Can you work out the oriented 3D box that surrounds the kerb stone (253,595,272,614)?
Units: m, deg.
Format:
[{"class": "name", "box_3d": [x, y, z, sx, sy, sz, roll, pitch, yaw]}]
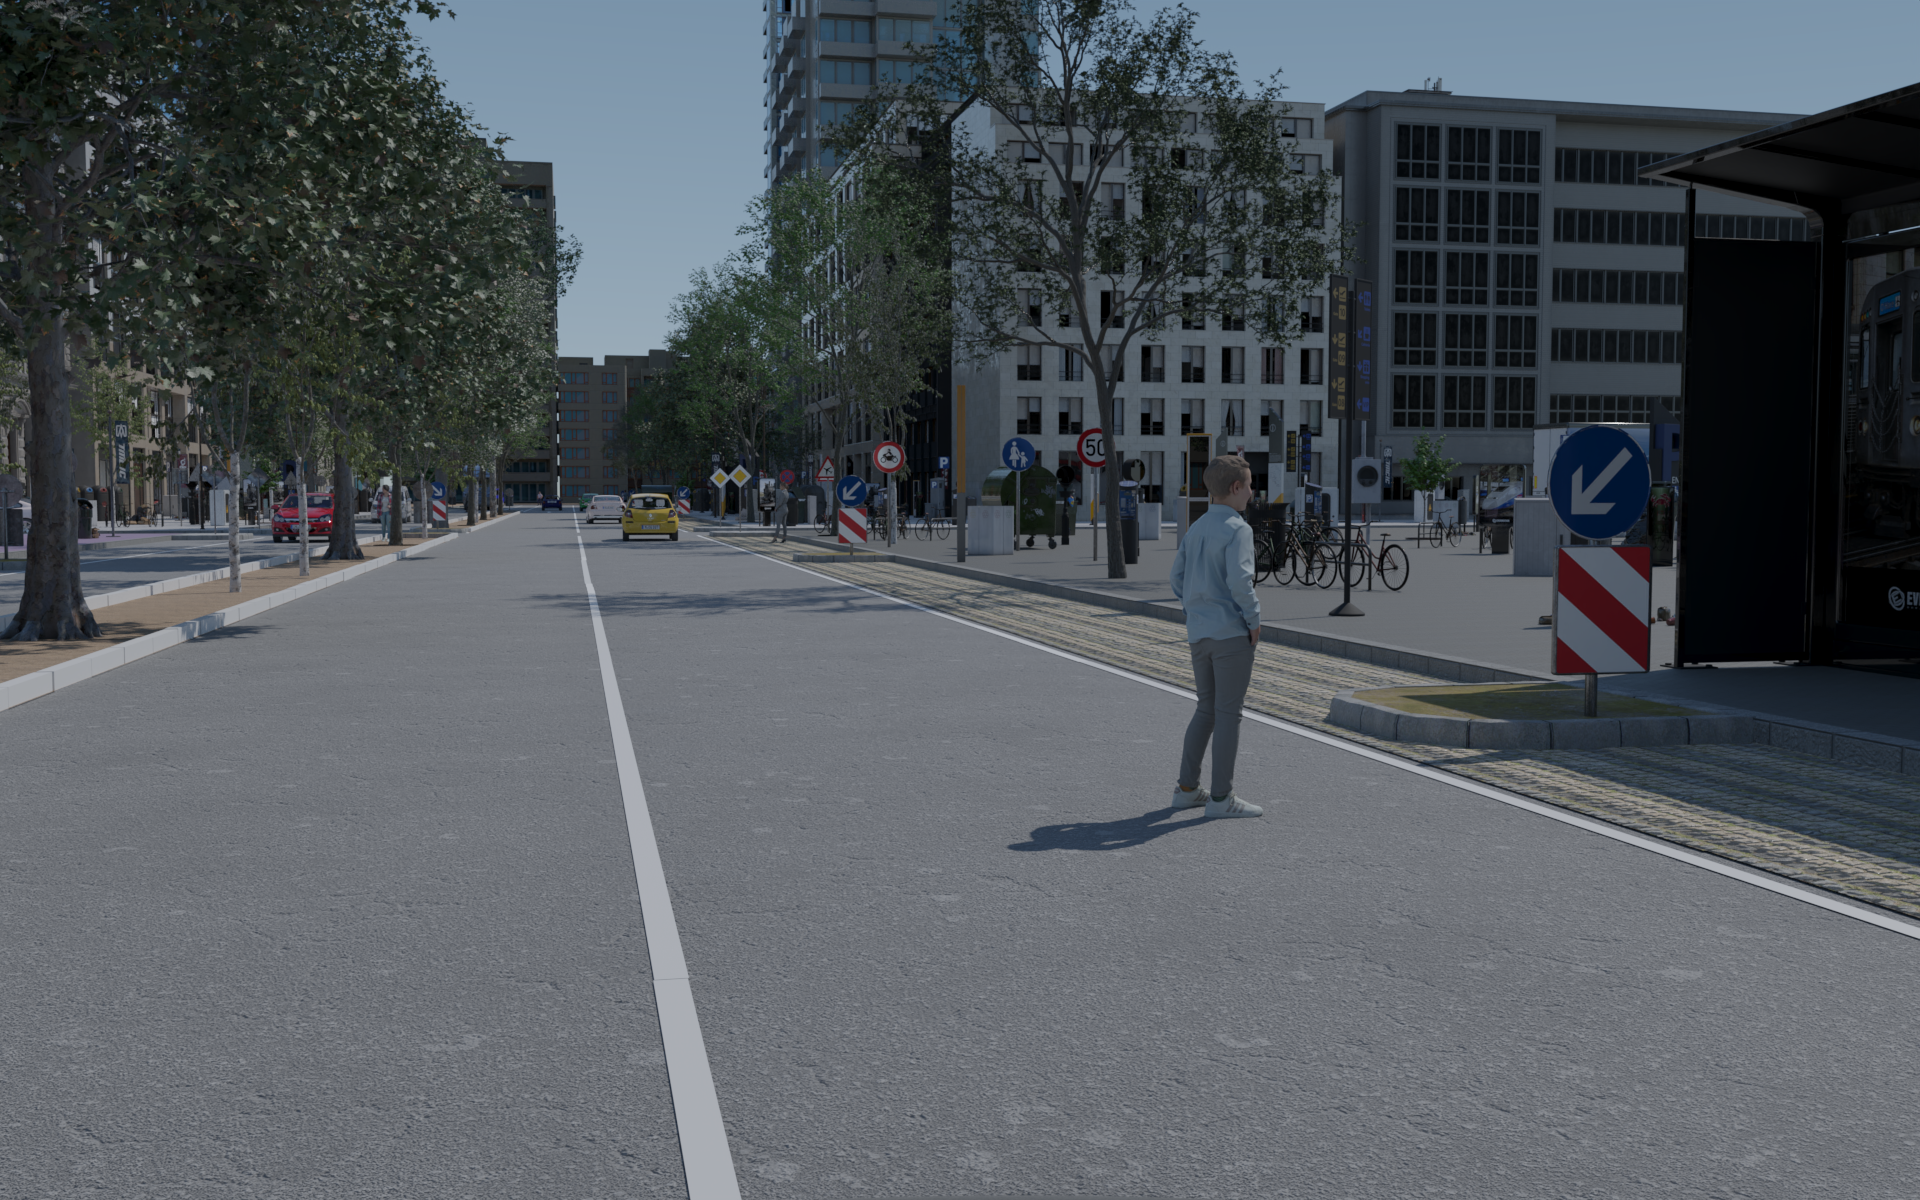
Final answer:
[{"class": "kerb stone", "box_3d": [-8.523, 0.073, 21.006, 0.120, 0.150, 1.000, -1, 4, -13]}]

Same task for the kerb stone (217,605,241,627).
[{"class": "kerb stone", "box_3d": [-8.073, 0.195, 19.009, 0.120, 0.150, 1.000, -1, 4, -13]}]

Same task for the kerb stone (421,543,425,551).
[{"class": "kerb stone", "box_3d": [-13.466, -1.269, 43.013, 0.120, 0.150, 1.000, -1, 4, -13]}]

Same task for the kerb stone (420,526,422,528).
[{"class": "kerb stone", "box_3d": [-21.259, -2.805, 68.073, 0.120, 0.150, 1.000, -1, 4, -13]}]

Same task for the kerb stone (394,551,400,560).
[{"class": "kerb stone", "box_3d": [-12.125, -0.905, 37.014, 0.120, 0.150, 1.000, -1, 4, -13]}]

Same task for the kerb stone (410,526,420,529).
[{"class": "kerb stone", "box_3d": [-20.812, -2.684, 66.078, 0.120, 0.150, 1.000, -1, 4, -13]}]

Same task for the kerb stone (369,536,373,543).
[{"class": "kerb stone", "box_3d": [-17.316, -1.734, 50.538, 0.120, 0.150, 1.000, -1, 4, -13]}]

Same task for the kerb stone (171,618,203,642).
[{"class": "kerb stone", "box_3d": [-7.632, 0.317, 17.010, 0.120, 0.150, 1.000, -1, 4, -13]}]

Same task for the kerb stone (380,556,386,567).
[{"class": "kerb stone", "box_3d": [-11.444, -0.722, 34.015, 0.120, 0.150, 1.000, -1, 4, -13]}]

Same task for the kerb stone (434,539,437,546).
[{"class": "kerb stone", "box_3d": [-14.374, -1.518, 47.019, 0.120, 0.150, 1.000, -1, 4, -13]}]

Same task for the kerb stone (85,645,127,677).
[{"class": "kerb stone", "box_3d": [-6.950, 0.502, 14.004, 0.120, 0.150, 1.000, -1, 4, -13]}]

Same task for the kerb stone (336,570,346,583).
[{"class": "kerb stone", "box_3d": [-10.102, -0.354, 28.005, 0.120, 0.150, 1.000, -1, 4, -13]}]

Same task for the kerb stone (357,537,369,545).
[{"class": "kerb stone", "box_3d": [-17.094, -1.672, 49.530, 0.120, 0.150, 1.000, -1, 4, -13]}]

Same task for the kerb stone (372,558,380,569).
[{"class": "kerb stone", "box_3d": [-11.224, -0.661, 33.013, 0.120, 0.150, 1.000, -1, 4, -13]}]

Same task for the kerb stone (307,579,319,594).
[{"class": "kerb stone", "box_3d": [-9.425, -0.172, 25.002, 0.120, 0.150, 1.000, -1, 4, -13]}]

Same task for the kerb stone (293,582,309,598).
[{"class": "kerb stone", "box_3d": [-9.194, -0.107, 24.007, 0.120, 0.150, 1.000, -1, 4, -13]}]

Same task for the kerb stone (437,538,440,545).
[{"class": "kerb stone", "box_3d": [-14.595, -1.578, 48.020, 0.120, 0.150, 1.000, -1, 4, -13]}]

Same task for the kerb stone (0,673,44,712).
[{"class": "kerb stone", "box_3d": [-6.505, 0.626, 12.009, 0.120, 0.150, 1.000, -1, 4, -13]}]

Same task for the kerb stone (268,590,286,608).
[{"class": "kerb stone", "box_3d": [-8.746, 0.011, 22.012, 0.120, 0.150, 1.000, -1, 4, -13]}]

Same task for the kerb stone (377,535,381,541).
[{"class": "kerb stone", "box_3d": [-17.762, -1.856, 52.543, 0.120, 0.150, 1.000, -1, 4, -13]}]

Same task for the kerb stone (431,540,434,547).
[{"class": "kerb stone", "box_3d": [-14.150, -1.457, 46.022, 0.120, 0.150, 1.000, -1, 4, -13]}]

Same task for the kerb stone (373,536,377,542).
[{"class": "kerb stone", "box_3d": [-17.537, -1.795, 51.536, 0.120, 0.150, 1.000, -1, 4, -13]}]

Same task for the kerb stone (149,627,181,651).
[{"class": "kerb stone", "box_3d": [-7.404, 0.384, 16.007, 0.120, 0.150, 1.000, -1, 4, -13]}]

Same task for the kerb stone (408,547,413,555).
[{"class": "kerb stone", "box_3d": [-12.797, -1.090, 40.013, 0.120, 0.150, 1.000, -1, 4, -13]}]

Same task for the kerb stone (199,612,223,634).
[{"class": "kerb stone", "box_3d": [-7.852, 0.256, 18.012, 0.120, 0.150, 1.000, -1, 4, -13]}]

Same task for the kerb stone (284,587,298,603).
[{"class": "kerb stone", "box_3d": [-8.971, -0.040, 23.010, 0.120, 0.150, 1.000, -1, 4, -13]}]

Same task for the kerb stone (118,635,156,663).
[{"class": "kerb stone", "box_3d": [-7.176, 0.441, 15.008, 0.120, 0.150, 1.000, -1, 4, -13]}]

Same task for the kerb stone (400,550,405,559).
[{"class": "kerb stone", "box_3d": [-12.354, -0.967, 38.009, 0.120, 0.150, 1.000, -1, 4, -13]}]

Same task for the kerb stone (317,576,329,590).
[{"class": "kerb stone", "box_3d": [-9.648, -0.227, 26.000, 0.120, 0.150, 1.000, -1, 4, -13]}]

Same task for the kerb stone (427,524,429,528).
[{"class": "kerb stone", "box_3d": [-21.707, -2.929, 70.082, 0.120, 0.150, 1.000, -1, 4, -13]}]

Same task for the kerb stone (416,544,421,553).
[{"class": "kerb stone", "box_3d": [-13.242, -1.212, 42.015, 0.120, 0.150, 1.000, -1, 4, -13]}]

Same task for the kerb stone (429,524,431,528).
[{"class": "kerb stone", "box_3d": [-21.930, -2.987, 71.086, 0.120, 0.150, 1.000, -1, 4, -13]}]

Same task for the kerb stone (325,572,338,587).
[{"class": "kerb stone", "box_3d": [-9.872, -0.294, 27.009, 0.120, 0.150, 1.000, -1, 4, -13]}]

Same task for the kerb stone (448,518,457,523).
[{"class": "kerb stone", "box_3d": [-25.533, -3.970, 87.108, 0.120, 0.150, 1.000, -1, 4, -13]}]

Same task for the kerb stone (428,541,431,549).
[{"class": "kerb stone", "box_3d": [-13.919, -1.396, 45.014, 0.120, 0.150, 1.000, -1, 4, -13]}]

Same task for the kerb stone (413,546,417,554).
[{"class": "kerb stone", "box_3d": [-13.017, -1.150, 41.013, 0.120, 0.150, 1.000, -1, 4, -13]}]

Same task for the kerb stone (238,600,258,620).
[{"class": "kerb stone", "box_3d": [-8.294, 0.134, 20.007, 0.120, 0.150, 1.000, -1, 4, -13]}]

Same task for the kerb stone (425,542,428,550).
[{"class": "kerb stone", "box_3d": [-13.688, -1.327, 44.010, 0.120, 0.150, 1.000, -1, 4, -13]}]

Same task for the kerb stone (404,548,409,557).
[{"class": "kerb stone", "box_3d": [-12.572, -1.024, 39.016, 0.120, 0.150, 1.000, -1, 4, -13]}]

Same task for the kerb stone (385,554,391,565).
[{"class": "kerb stone", "box_3d": [-11.666, -0.784, 35.013, 0.120, 0.150, 1.000, -1, 4, -13]}]

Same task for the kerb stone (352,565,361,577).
[{"class": "kerb stone", "box_3d": [-10.543, -0.476, 30.007, 0.120, 0.150, 1.000, -1, 4, -13]}]

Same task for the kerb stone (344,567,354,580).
[{"class": "kerb stone", "box_3d": [-10.316, -0.417, 29.007, 0.120, 0.150, 1.000, -1, 4, -13]}]

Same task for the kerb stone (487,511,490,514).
[{"class": "kerb stone", "box_3d": [-34.982, -6.540, 129.122, 0.120, 0.150, 1.000, -1, 4, -13]}]

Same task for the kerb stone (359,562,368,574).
[{"class": "kerb stone", "box_3d": [-10.774, -0.539, 31.003, 0.120, 0.150, 1.000, -1, 4, -13]}]

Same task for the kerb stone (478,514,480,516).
[{"class": "kerb stone", "box_3d": [-32.061, -5.742, 116.115, 0.120, 0.150, 1.000, -1, 4, -13]}]

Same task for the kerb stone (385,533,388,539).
[{"class": "kerb stone", "box_3d": [-18.216, -1.978, 54.536, 0.120, 0.150, 1.000, -1, 4, -13]}]

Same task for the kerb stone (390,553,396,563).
[{"class": "kerb stone", "box_3d": [-11.902, -0.844, 36.007, 0.120, 0.150, 1.000, -1, 4, -13]}]

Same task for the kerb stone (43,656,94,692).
[{"class": "kerb stone", "box_3d": [-6.722, 0.562, 13.007, 0.120, 0.150, 1.000, -1, 4, -13]}]

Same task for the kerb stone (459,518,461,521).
[{"class": "kerb stone", "box_3d": [-26.213, -4.154, 90.112, 0.120, 0.150, 1.000, -1, 4, -13]}]

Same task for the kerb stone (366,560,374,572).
[{"class": "kerb stone", "box_3d": [-10.993, -0.595, 32.003, 0.120, 0.150, 1.000, -1, 4, -13]}]

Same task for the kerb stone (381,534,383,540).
[{"class": "kerb stone", "box_3d": [-17.988, -1.916, 53.539, 0.120, 0.150, 1.000, -1, 4, -13]}]
